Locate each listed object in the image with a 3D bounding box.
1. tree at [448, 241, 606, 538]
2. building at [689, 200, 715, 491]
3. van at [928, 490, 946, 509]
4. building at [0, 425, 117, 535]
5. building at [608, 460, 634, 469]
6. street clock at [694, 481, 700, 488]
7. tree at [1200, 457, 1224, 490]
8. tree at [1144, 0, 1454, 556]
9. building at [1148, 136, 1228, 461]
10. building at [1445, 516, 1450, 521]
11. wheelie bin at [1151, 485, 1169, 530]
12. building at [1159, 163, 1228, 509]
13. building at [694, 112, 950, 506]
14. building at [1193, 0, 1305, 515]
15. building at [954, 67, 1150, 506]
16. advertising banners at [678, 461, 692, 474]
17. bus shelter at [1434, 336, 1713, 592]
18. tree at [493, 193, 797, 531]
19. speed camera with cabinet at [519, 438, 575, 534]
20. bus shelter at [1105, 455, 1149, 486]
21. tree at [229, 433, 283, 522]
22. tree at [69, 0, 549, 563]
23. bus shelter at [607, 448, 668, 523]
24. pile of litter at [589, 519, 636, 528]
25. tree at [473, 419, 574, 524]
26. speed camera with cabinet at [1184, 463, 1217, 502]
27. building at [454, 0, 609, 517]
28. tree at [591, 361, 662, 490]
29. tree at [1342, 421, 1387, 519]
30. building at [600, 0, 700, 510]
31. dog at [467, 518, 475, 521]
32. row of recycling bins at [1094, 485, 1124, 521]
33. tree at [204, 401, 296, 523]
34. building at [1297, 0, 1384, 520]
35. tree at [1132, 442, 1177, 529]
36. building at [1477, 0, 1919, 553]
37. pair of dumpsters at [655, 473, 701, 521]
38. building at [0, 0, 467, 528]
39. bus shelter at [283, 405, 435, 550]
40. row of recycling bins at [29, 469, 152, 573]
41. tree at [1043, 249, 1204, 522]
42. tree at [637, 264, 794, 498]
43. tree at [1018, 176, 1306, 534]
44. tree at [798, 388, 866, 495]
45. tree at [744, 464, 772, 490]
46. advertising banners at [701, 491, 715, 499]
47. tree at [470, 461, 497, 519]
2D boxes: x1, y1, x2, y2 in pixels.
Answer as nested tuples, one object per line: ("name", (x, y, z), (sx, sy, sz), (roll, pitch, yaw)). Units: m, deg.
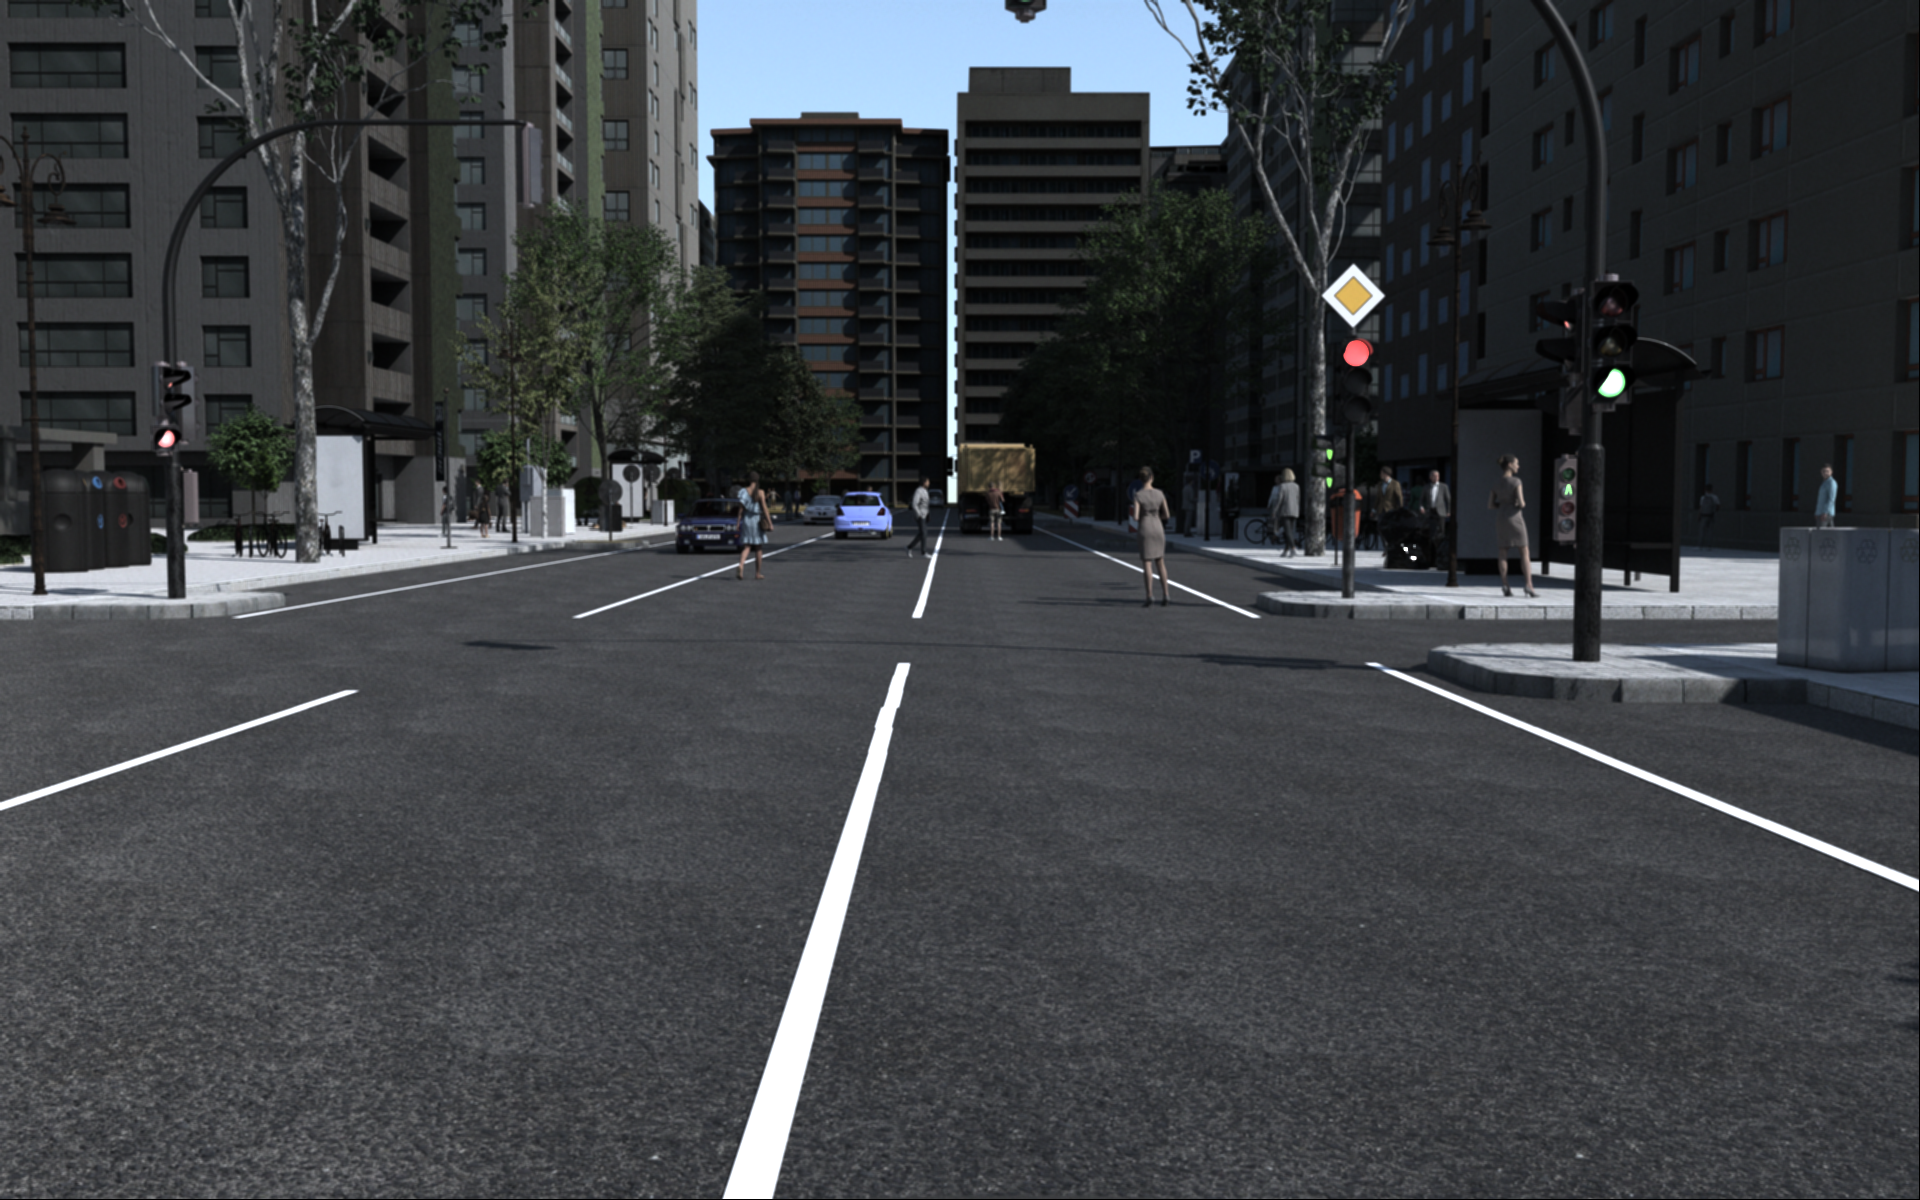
("tree", (-12.251, -6.099, 50.081), (4.737, 8.622, 4.395), (0, 3, 0))
("building", (-41.997, -31.432, 205.802), (23.993, 40.220, 32.217), (0, 4, 0))
("van", (-2.371, -9.688, 165.405), (2.013, 2.044, 4.112), (0, 4, 0))
("building", (-40.027, -21.449, 42.580), (32.217, 40.220, 23.993), (0, 4, 0))
("building", (-33.913, -41.688, 119.844), (20.563, 71.187, 20.611), (0, 4, 0))
("street clock", (-14.691, -5.621, 96.481), (0.358, 2.002, 0.471), (-3, 4, -37))
("tree", (13.294, -5.904, 91.125), (1.663, 3.219, 1.824), (0, 3, 0))
("tree", (5.960, -11.001, 35.752), (12.611, 20.169, 13.585), (0, 3, 0))
("building", (28.019, -31.422, 197.340), (14.086, 41.232, 14.154), (0, 4, 0))
("building", (24.993, -25.483, 66.754), (14.600, 45.320, 14.200), (0, 4, 0))
("wheelie bin", (7.013, -3.288, 61.672), (0.980, 1.594, 0.693), (-2, 4, -32))
("building", (24.577, -23.407, 154.399), (14.160, 30.474, 14.107), (0, 4, 0))
("building", (-15.551, -33.454, 201.597), (28.867, 44.769, 22.147), (0, 4, 0))
("building", (33.887, -27.064, 134.376), (32.217, 40.220, 23.993), (0, 4, 0))
("building", (10.161, -35.292, 200.722), (21.600, 48.544, 21.300), (0, 4, 0))
("advertising banners", (-14.555, -5.847, 91.786), (0.090, 3.025, 2.074), (1, 4, 12))
("bus shelter", (8.594, -1.897, 24.942), (2.014, 3.302, 5.546), (0, 4, 0))
("tree", (-12.711, -8.278, 61.102), (9.928, 11.665, 9.643), (0, 3, 0))
("speed camera with cabinet", (-13.282, -3.755, 55.723), (2.038, 3.252, 0.660), (3, 4, 36))
("bus shelter", (9.053, -6.072, 93.196), (2.014, 3.302, 5.546), (0, 4, 0))
("tree", (-21.939, -3.685, 54.847), (1.663, 3.219, 1.824), (0, 3, 0))
("tree", (-12.979, -10.684, 30.572), (12.611, 20.169, 13.585), (0, 3, 0))
("bus shelter", (-14.812, -5.229, 79.413), (2.014, 3.302, 5.546), (0, 3, 0))
("pile of litter", (-13.180, -3.165, 65.705), (1.719, 0.858, 1.176), (1, 4, 8))
("tree", (-19.697, -5.645, 76.002), (4.285, 4.588, 4.351), (0, 3, 0))
("speed camera with cabinet", (10.028, -4.788, 72.613), (0.660, 3.252, 2.038), (-1, 4, -21))
("building", (-29.601, -25.680, 103.460), (14.154, 41.232, 14.086), (0, 4, 0))
("tree", (-17.859, -8.796, 94.175), (4.360, 8.622, 3.978), (0, 3, 0))
("tree", (18.365, -5.743, 77.607), (4.285, 4.588, 4.351), (0, 3, 0))
("building", (-37.070, -34.110, 146.938), (27.495, 52.752, 28.713), (0, 4, 0))
("dog", (-23.370, -3.958, 82.453), (0.748, 0.427, 0.550), (-3, 5, -40))
("row of recycling bins", (7.248, -4.743, 84.668), (1.069, 1.692, 3.534), (1, 4, 17))
("tree", (-25.003, -4.756, 61.470), (4.285, 4.588, 4.351), (0, 3, 0))
("building", (24.608, -24.794, 88.979), (14.154, 41.232, 14.086), (0, 4, 0))
("tree", (7.512, -4.268, 64.376), (1.663, 3.219, 1.824), (0, 3, 0))
("building", (32.331, -12.274, 45.716), (28.899, 21.520, 27.650), (0, 4, 0))
("pair of dumpsters", (-12.881, -4.683, 79.060), (1.574, 2.255, 4.437), (0, 4, 0))
("building", (-29.129, -18.240, 69.920), (14.160, 30.474, 14.107), (0, 4, 0))
("bus shelter", (-14.390, -2.952, 42.192), (2.014, 3.302, 5.546), (0, 4, 0))
("row of recycling bins", (-14.978, -1.389, 29.828), (1.069, 1.692, 3.534), (0, 4, -4))
("tree", (7.522, -9.950, 80.817), (7.486, 12.596, 7.792), (0, 3, 0))
("tree", (-12.215, -10.292, 86.404), (7.486, 12.596, 7.792), (0, 3, 0))
("tree", (7.210, -7.957, 55.856), (9.928, 11.665, 9.643), (0, 3, 0))
("tree", (-13.045, -14.977, 170.625), (9.928, 11.665, 9.643), (0, 3, 0))
("tree", (-13.127, -7.107, 110.797), (1.663, 3.219, 1.824), (0, 3, 0))
("advertising banners", (-14.099, -5.993, 94.171), (2.074, 3.025, 0.090), (-2, 4, -35))
("tree", (-24.371, -5.736, 88.379), (1.663, 3.219, 1.824), (0, 3, 0))
